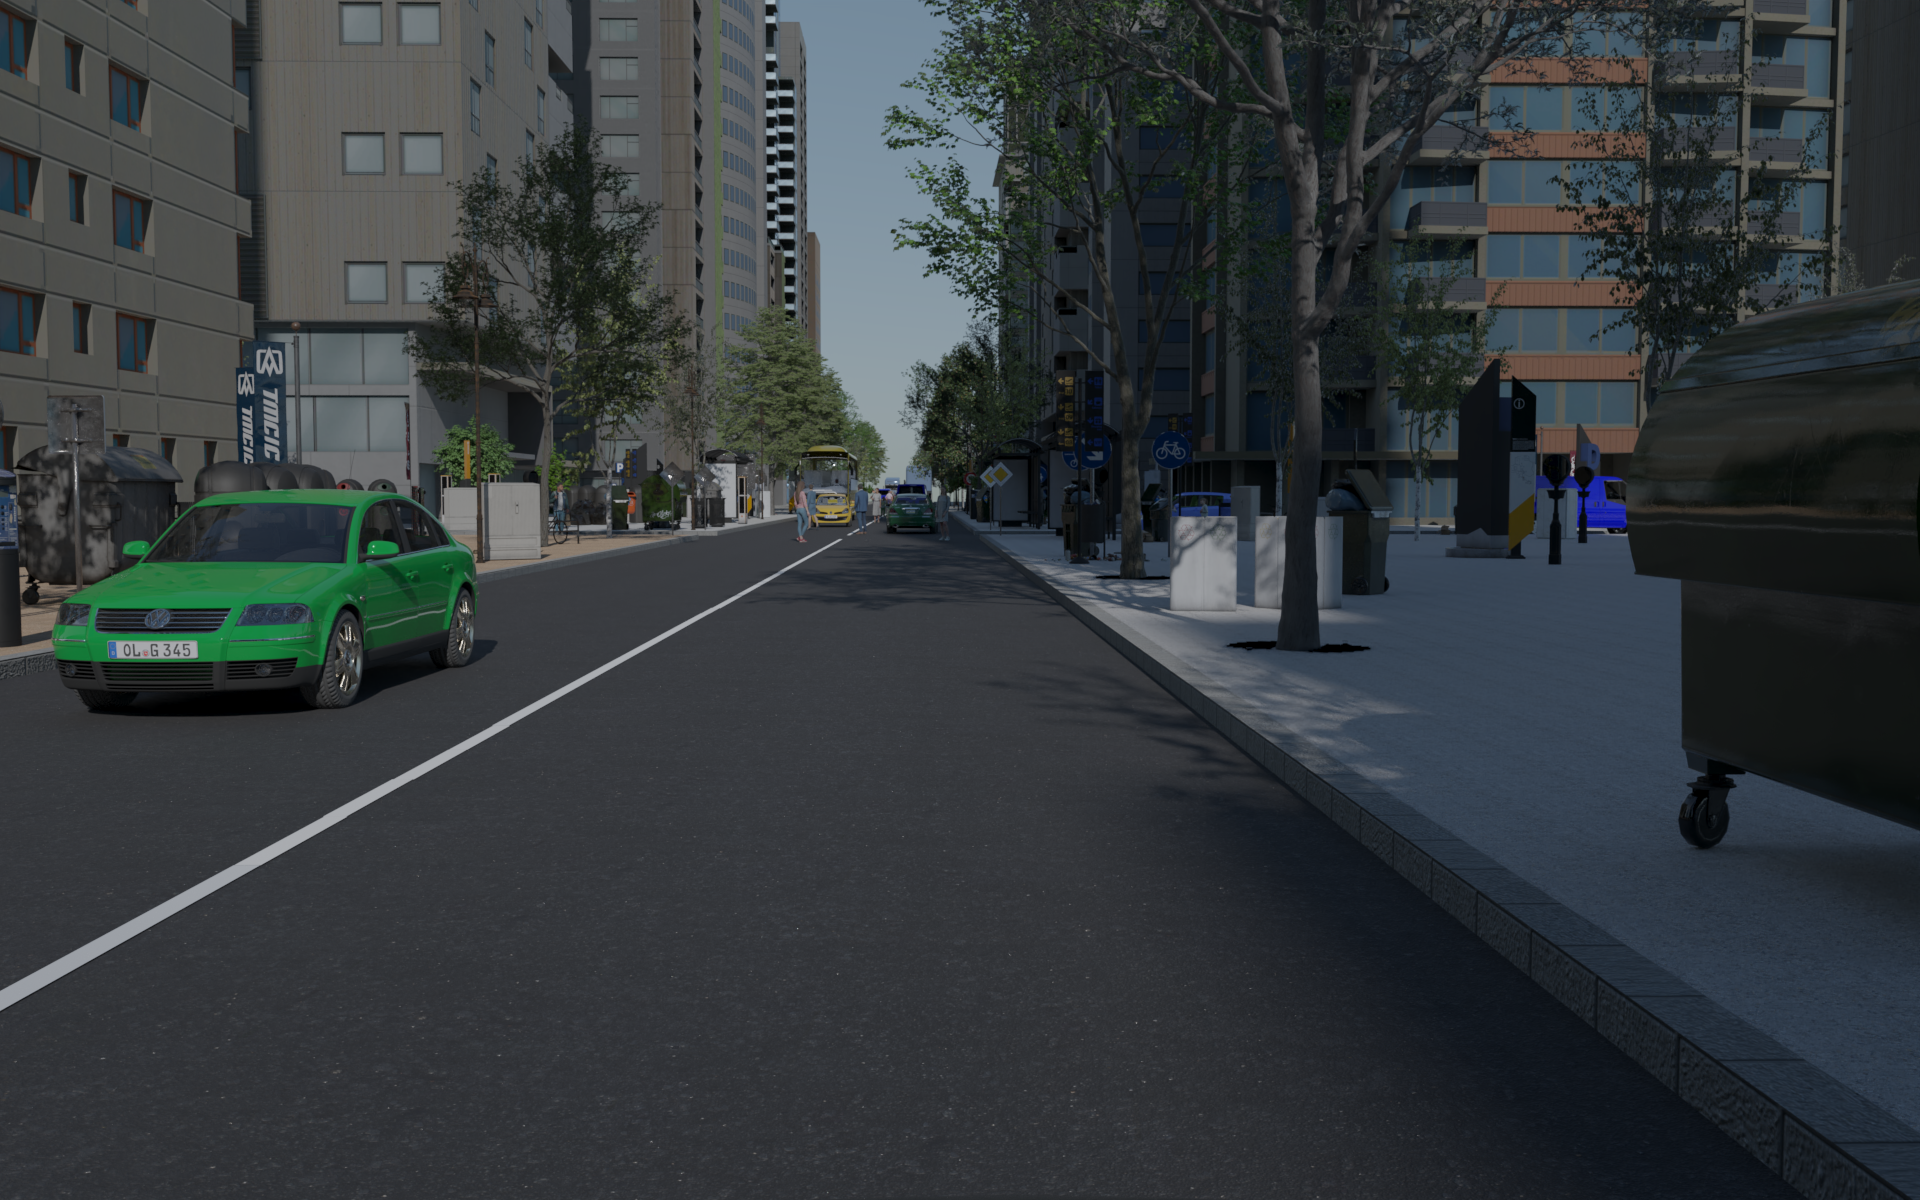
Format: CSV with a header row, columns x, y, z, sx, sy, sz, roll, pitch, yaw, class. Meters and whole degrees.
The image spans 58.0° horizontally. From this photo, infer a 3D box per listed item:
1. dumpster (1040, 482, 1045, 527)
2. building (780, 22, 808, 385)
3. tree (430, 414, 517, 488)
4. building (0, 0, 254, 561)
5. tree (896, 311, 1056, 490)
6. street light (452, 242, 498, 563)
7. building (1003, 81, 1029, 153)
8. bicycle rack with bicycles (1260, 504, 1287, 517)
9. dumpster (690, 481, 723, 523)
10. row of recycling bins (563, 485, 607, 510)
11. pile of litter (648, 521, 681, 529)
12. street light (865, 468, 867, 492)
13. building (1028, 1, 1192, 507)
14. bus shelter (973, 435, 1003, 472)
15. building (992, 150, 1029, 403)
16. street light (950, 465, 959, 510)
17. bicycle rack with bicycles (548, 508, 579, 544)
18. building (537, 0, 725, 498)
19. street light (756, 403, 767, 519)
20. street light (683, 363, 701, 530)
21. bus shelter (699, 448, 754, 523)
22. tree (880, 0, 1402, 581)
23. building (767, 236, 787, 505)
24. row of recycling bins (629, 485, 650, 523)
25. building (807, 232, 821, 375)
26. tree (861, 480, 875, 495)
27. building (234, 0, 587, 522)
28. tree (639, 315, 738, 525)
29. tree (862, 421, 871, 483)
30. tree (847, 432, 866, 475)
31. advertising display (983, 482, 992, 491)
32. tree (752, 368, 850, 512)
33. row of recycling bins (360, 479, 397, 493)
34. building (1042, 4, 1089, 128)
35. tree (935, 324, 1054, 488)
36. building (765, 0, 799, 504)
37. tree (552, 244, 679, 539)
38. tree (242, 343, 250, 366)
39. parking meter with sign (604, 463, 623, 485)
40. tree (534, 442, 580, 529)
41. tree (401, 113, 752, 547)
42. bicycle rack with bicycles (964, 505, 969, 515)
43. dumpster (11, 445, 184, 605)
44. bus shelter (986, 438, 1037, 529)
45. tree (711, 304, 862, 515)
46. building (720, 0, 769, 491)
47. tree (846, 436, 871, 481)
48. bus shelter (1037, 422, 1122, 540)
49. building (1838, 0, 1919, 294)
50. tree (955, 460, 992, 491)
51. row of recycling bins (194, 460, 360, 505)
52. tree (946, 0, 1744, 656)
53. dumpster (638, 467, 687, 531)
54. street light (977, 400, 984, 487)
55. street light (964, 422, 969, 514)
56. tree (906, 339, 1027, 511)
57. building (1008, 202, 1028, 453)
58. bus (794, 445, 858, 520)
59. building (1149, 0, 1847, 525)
x,y,z,sx,sy,sz,roll,pitch,yaw,class
2.725,-3.871,69.044,1.264,1.857,1.865,0,4,-1,dumpster
-31.906,-50.752,268.054,20.563,71.187,20.611,0,4,-1,building
-19.971,-5.348,71.159,4.285,4.588,4.351,0,3,0,tree
-31.365,-11.178,27.804,28.899,21.520,27.650,0,4,-1,building
0.946,-9.444,88.830,8.767,10.594,7.601,-1,4,-11,tree
-8.914,-3.622,32.006,0.468,5.910,1.993,0,4,-1,street light
15.521,-51.787,284.961,20.563,71.187,20.611,0,4,-1,building
11.884,-2.971,61.963,2.852,0.926,2.925,0,4,-4,bicycle rack with bicycles
-10.948,-4.220,74.750,1.264,1.857,1.865,0,4,-1,dumpster
-17.183,-4.389,78.869,3.534,1.692,1.069,2,4,35,row of recycling bins
-11.223,-3.099,64.638,1.719,0.858,1.176,3,4,36,pile of litter
-13.416,-16.819,247.785,0.468,5.910,1.993,0,4,-1,street light
17.982,-39.637,190.061,21.231,58.520,28.212,0,4,-1,building
1.943,-8.408,115.099,2.179,5.291,8.768,0,4,-1,bus shelter
19.737,-41.104,261.284,28.713,52.752,27.495,0,4,-1,building
-0.544,-11.361,158.539,0.468,5.910,1.993,0,4,-1,street light
-11.048,-1.859,43.777,2.852,0.926,2.925,1,4,14,bicycle rack with bicycles
-24.486,-26.808,121.897,14.154,41.232,14.086,0,4,-1,building
-10.024,-7.026,87.667,0.468,5.910,1.993,0,4,-1,street light
-9.482,-5.420,61.398,0.468,5.910,1.993,0,4,-1,street light
-10.692,-5.210,79.103,2.014,3.302,5.546,0,4,-1,bus shelter
2.664,-6.128,25.948,9.928,11.665,9.643,0,3,0,tree
-26.922,-25.727,192.337,14.160,30.474,14.107,0,4,-1,building
-14.399,-4.342,78.096,1.069,1.692,3.534,0,4,-7,row of recycling bins
-30.319,-38.908,286.254,14.600,45.320,14.200,0,4,-1,building
-14.936,-17.794,285.528,1.663,3.219,1.824,0,3,0,tree
-34.710,-30.336,85.238,28.713,52.752,27.495,0,4,-1,building
-10.862,-7.342,70.406,4.360,8.622,3.978,0,3,0,tree
-11.693,-13.080,131.992,7.486,12.596,7.792,0,3,0,tree
-12.938,-15.595,205.345,4.360,8.622,3.978,0,3,0,tree
1.718,-5.473,94.693,0.974,1.923,0.123,0,4,-8,advertising display
-11.631,-11.442,121.481,8.767,10.594,7.601,-3,4,-36,tree
-17.095,-2.446,47.106,3.534,1.692,1.069,0,4,-5,row of recycling bins
21.901,-35.063,162.513,28.713,52.752,27.495,0,4,-1,building
2.038,-7.611,74.810,4.737,8.622,4.395,0,3,0,tree
-32.706,-56.781,241.047,22.319,86.520,31.000,0,4,-1,building
-10.101,-6.087,49.891,4.737,8.622,4.395,0,3,0,tree
-29.635,-7.205,68.160,4.737,8.622,4.395,0,3,0,tree
-19.608,-6.177,97.261,1.738,3.016,0.543,3,5,42,parking meter with sign
-14.921,-4.261,64.262,1.663,3.219,1.824,0,3,0,tree
-9.824,-6.574,41.900,7.601,10.594,8.767,-1,4,-19,tree
1.718,-5.727,107.025,2.925,0.926,2.852,0,4,-4,bicycle rack with bicycles
-10.264,-0.912,20.674,1.264,1.857,1.865,0,4,-1,dumpster
2.086,-4.348,65.011,2.014,3.302,5.546,0,4,-1,bus shelter
-10.933,-11.367,103.975,7.486,12.596,7.792,0,3,0,tree
-30.679,-38.392,169.705,21.231,58.520,28.212,0,4,-1,building
-13.153,-16.065,213.029,4.737,8.622,4.395,0,3,0,tree
3.505,-3.447,50.282,2.014,3.302,5.546,0,4,-1,bus shelter
59.828,-30.177,82.626,27.495,52.752,28.713,0,4,-1,building
1.099,-6.233,96.507,1.663,3.219,1.824,0,3,0,tree
-9.000,-0.955,22.734,1.069,1.692,3.534,0,4,-2,row of recycling bins
2.904,-6.325,13.785,12.009,13.543,11.850,0,3,0,tree
-10.524,-3.595,61.265,1.502,2.255,1.985,0,4,-1,dumpster
1.047,-6.740,82.992,0.468,5.910,1.993,0,4,-1,street light
0.466,-8.350,109.307,0.468,5.910,1.993,0,4,-1,street light
0.745,-12.913,128.129,9.611,12.733,9.660,0,3,0,tree
13.660,-34.069,240.615,14.154,41.232,14.086,0,4,-1,building
-6.850,-6.102,91.307,2.896,3.916,12.252,0,4,-1,bus
23.707,-26.000,79.717,28.867,44.769,22.147,0,4,-1,building
